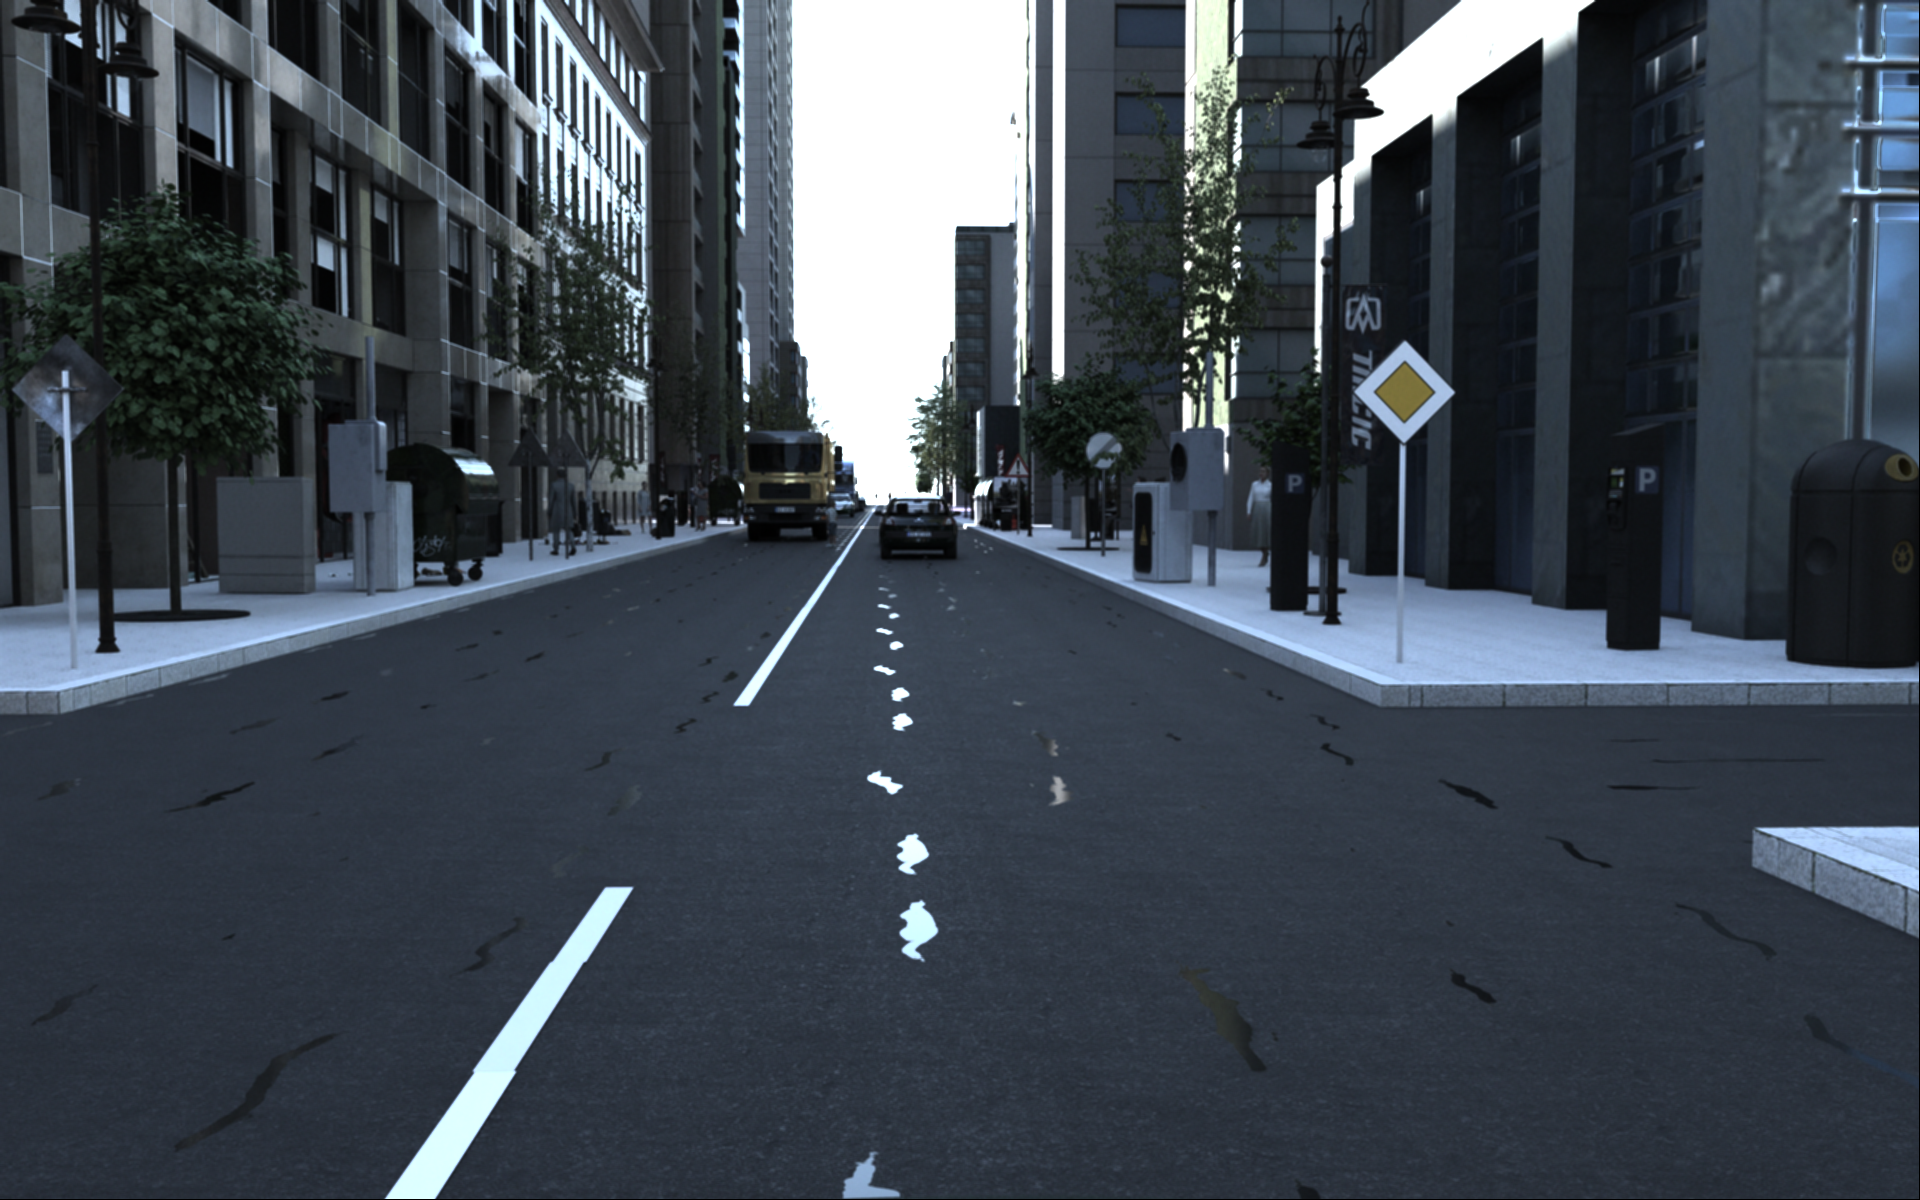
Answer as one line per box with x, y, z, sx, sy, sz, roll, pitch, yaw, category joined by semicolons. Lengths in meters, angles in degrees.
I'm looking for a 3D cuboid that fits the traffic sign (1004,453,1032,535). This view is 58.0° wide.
1.840;-3.347;54.733;0.884;2.594;0.081;0;4;3;traffic sign

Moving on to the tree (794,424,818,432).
-14.631;-13.131;165.059;4.360;8.622;3.978;0;3;0;tree

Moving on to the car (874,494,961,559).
-0.963;-1.831;39.723;2.009;1.686;4.222;0;4;-2;car

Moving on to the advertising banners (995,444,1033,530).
1.917;-3.995;61.500;0.090;3.025;2.074;3;5;41;advertising banners

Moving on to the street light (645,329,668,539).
-8.528;-4.649;48.805;0.468;5.910;1.993;0;4;-2;street light

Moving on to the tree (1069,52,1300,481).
3.848;-4.851;29.681;4.737;8.622;4.395;0;3;0;tree

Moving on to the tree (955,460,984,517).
0.509;-6.372;98.785;1.663;3.219;1.824;0;3;0;tree

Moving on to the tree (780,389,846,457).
-13.495;-13.359;152.825;7.601;10.594;8.767;0;4;-4;tree

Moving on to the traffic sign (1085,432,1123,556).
2.956;-2.175;35.669;0.768;2.556;0.104;0;4;1;traffic sign

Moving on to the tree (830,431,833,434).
-15.060;-14.647;189.847;4.737;8.622;4.395;0;3;0;tree

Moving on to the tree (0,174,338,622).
-8.093;-2.093;17.933;4.285;4.588;4.351;0;3;0;tree

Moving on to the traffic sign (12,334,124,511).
-6.522;-0.641;12.677;0.795;2.593;0.064;0;4;-2;traffic sign

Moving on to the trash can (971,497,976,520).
0.878;-4.502;85.256;0.748;1.137;0.748;0;3;0;trash can

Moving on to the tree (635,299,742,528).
-9.981;-7.006;64.912;4.360;8.622;3.978;0;3;0;tree

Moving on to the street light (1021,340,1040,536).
2.116;-4.861;52.270;0.468;5.910;1.993;0;4;-2;street light

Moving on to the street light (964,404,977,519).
0.598;-7.012;87.427;0.468;5.910;1.993;0;4;-2;street light

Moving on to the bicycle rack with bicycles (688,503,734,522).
-11.207;-4.014;79.007;2.852;0.926;2.925;-1;4;-14;bicycle rack with bicycles

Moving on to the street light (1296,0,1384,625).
3.668;-2.698;16.903;0.468;5.910;1.993;0;4;-2;street light

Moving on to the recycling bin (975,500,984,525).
0.996;-3.619;71.731;0.722;1.027;0.722;0;4;-3;recycling bin

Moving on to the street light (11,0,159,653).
-6.916;-2.513;13.875;0.468;5.910;1.993;0;4;-2;street light

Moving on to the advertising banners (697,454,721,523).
-11.559;-4.910;76.469;2.074;3.025;0.090;1;4;10;advertising banners

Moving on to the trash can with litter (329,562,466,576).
-8.804;-1.001;27.430;2.233;1.210;1.678;-1;4;-13;trash can with litter

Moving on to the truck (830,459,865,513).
-9.232;-9.106;138.639;2.967;4.110;18.799;0;4;-1;truck

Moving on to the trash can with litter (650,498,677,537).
-8.927;-2.469;51.750;0.624;1.170;1.055;-3;5;-42;trash can with litter

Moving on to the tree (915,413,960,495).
-2.089;-12.501;154.758;4.737;8.622;4.395;0;3;0;tree

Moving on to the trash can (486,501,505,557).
-9.700;-1.459;35.515;0.748;1.137;0.748;0;3;0;trash can

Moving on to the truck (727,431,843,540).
-5.417;-3.654;55.661;3.469;3.379;9.791;0;4;-3;truck

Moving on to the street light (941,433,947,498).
-1.183;-9.530;128.596;0.468;5.910;1.993;0;4;-2;street light

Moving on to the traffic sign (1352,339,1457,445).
3.364;-0.666;13.084;0.795;2.593;0.064;0;4;-2;traffic sign

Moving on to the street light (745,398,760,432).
-10.130;-6.792;83.844;0.468;5.910;1.993;0;4;-2;street light

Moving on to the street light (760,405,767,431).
-10.292;-7.157;89.802;0.468;5.910;1.993;0;4;-2;street light

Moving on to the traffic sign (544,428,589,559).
-7.748;-2.085;34.101;0.884;2.594;0.081;0;4;-1;traffic sign

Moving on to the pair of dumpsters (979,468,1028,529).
1.625;-3.814;64.847;1.574;2.255;4.437;0;4;-3;pair of dumpsters

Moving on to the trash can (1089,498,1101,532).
4.603;-2.882;58.779;0.748;1.137;0.748;0;3;0;trash can

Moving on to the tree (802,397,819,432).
-10.889;-9.331;102.916;4.737;8.622;4.395;0;3;0;tree

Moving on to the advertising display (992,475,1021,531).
1.605;-3.345;59.903;0.974;1.923;0.123;1;4;12;advertising display

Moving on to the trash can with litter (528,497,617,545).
-9.840;-2.019;44.066;2.233;1.210;1.678;-1;4;-13;trash can with litter

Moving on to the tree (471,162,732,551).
-8.371;-5.377;38.277;4.737;8.622;4.395;0;3;0;tree

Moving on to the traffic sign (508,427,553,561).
-8.278;-2.040;33.364;0.884;2.594;0.081;0;4;4;traffic sign

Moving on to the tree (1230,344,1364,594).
4.629;-1.705;22.472;1.663;3.219;1.824;0;3;0;tree

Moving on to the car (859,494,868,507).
-11.017;-10.721;187.093;2.131;1.459;4.920;0;4;-3;car

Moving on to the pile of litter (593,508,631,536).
-10.880;-2.449;54.013;1.176;0.858;1.719;-1;4;-21;pile of litter

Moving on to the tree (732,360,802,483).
-11.176;-8.832;94.760;4.737;8.622;4.395;0;3;0;tree

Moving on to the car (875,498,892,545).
-1.354;-2.241;49.008;2.083;1.381;4.827;0;4;-3;car

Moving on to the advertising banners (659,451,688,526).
-11.704;-4.533;70.295;0.090;3.025;2.074;-3;4;-38;advertising banners

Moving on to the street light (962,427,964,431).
0.321;-7.407;93.899;0.468;5.910;1.993;0;4;-2;street light

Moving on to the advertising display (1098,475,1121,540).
4.187;-2.656;48.637;0.123;1.923;0.974;-2;4;-29;advertising display

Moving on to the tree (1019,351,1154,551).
2.973;-3.441;39.976;4.285;4.588;4.351;0;3;0;tree

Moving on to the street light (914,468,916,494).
-6.395;-16.793;247.348;0.468;5.910;1.993;0;4;-2;street light

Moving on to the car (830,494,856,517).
-7.524;-5.886;108.035;2.131;1.459;4.920;0;4;-3;car
